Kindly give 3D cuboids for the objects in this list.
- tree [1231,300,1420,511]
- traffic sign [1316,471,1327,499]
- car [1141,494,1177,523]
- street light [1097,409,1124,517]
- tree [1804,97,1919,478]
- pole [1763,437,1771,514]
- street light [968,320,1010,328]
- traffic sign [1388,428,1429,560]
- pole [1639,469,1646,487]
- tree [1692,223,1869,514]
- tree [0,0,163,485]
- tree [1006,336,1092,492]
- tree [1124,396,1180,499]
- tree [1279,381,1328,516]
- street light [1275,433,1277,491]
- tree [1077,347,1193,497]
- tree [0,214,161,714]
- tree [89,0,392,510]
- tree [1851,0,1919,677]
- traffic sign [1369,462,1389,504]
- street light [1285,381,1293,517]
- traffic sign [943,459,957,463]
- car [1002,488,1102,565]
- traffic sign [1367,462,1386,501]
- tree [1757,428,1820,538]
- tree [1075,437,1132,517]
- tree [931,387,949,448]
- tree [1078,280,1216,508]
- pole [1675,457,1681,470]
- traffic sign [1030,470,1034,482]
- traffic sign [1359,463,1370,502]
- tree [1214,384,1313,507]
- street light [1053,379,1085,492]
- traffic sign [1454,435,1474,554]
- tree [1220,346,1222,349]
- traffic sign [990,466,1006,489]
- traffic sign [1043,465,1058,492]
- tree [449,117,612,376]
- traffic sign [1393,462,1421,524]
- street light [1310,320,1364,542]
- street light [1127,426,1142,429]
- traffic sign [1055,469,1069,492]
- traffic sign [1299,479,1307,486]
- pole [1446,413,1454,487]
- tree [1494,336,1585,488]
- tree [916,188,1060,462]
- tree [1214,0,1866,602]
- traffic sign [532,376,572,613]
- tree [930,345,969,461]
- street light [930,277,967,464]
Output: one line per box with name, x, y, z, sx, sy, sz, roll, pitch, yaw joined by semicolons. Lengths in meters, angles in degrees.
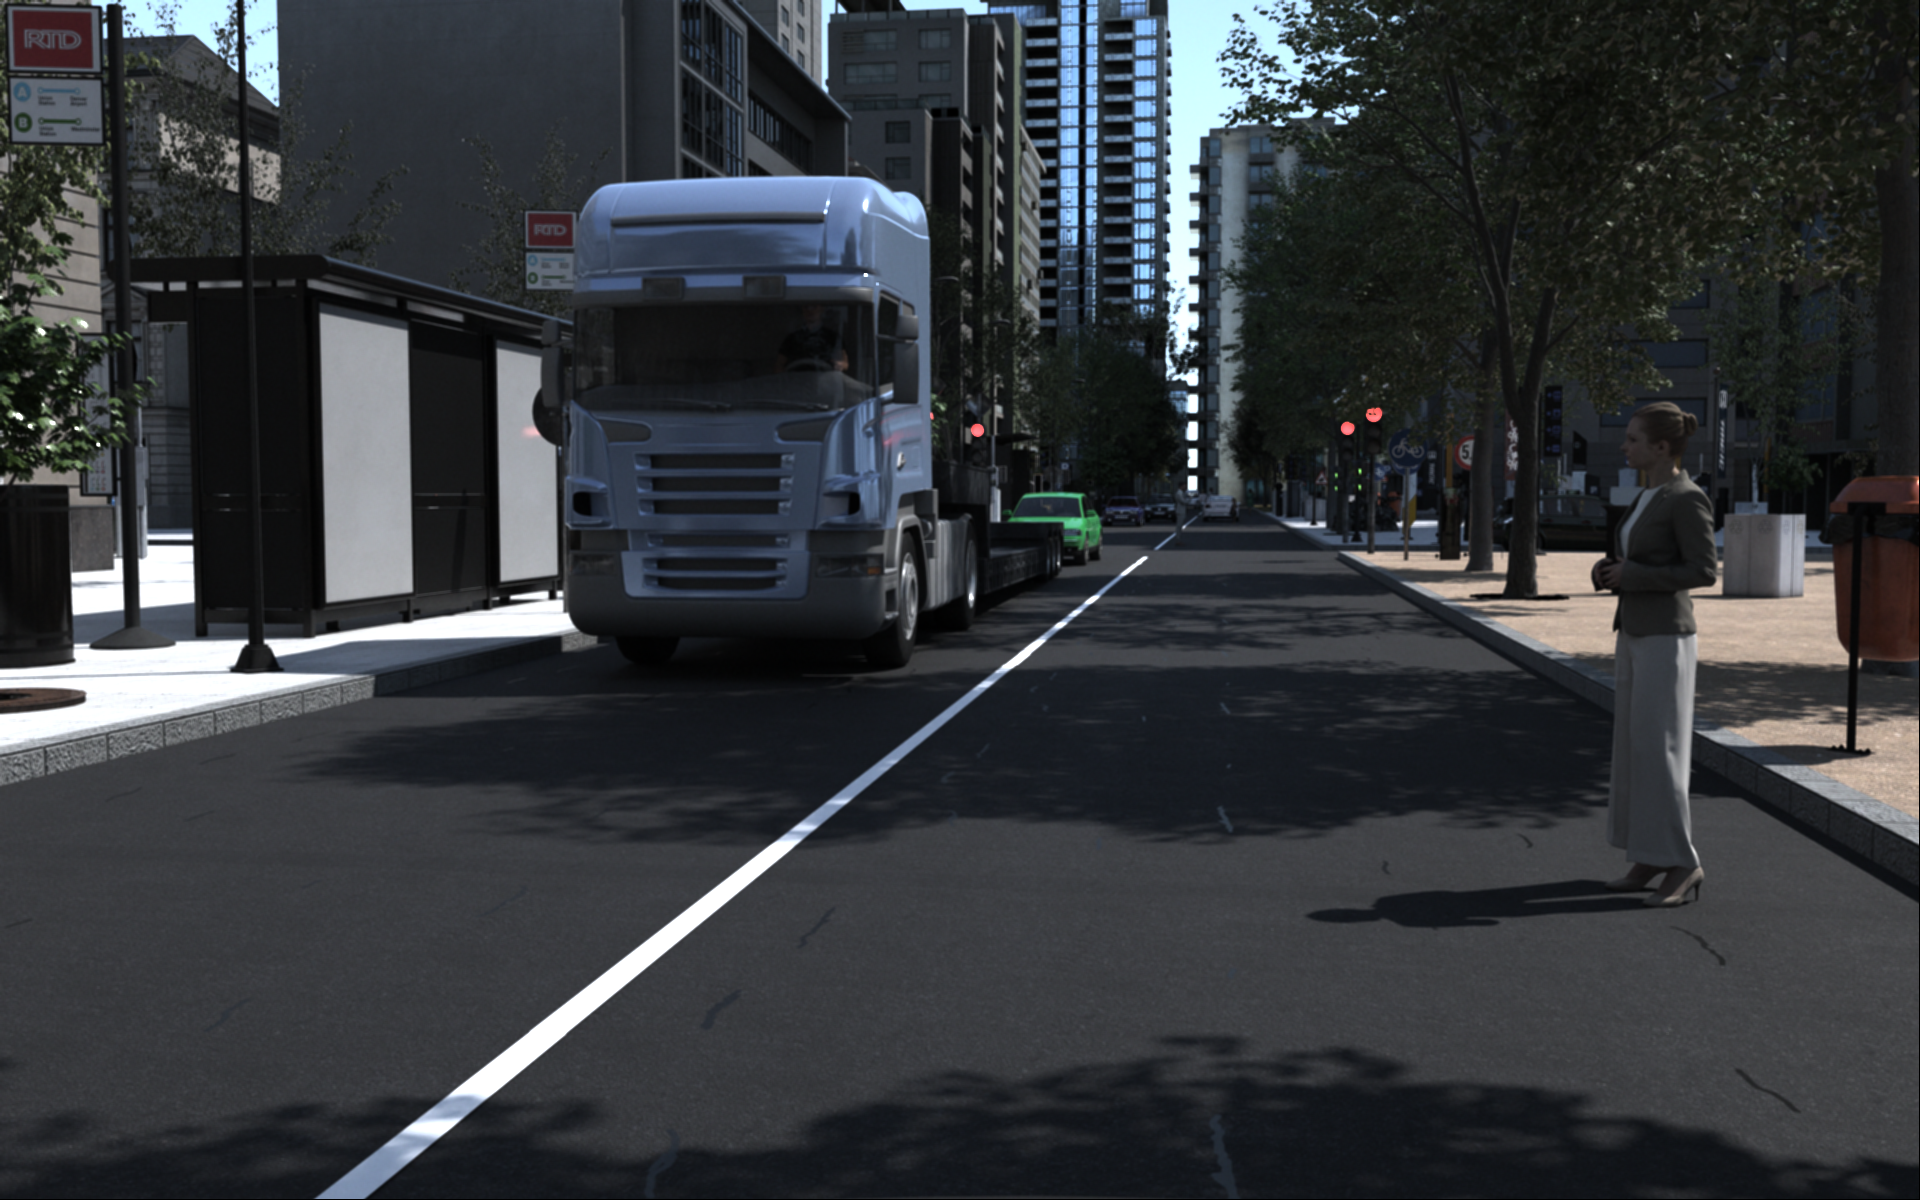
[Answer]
tree;17.107;-8.787;78.088;7.601;10.594;8.767;0;4;-4
traffic sign;19.810;-5.803;94.876;0.884;2.594;0.081;1;4;17
car;10.216;-4.787;88.052;2.009;1.686;4.222;1;4;9
street light;8.148;-7.483;94.882;1.470;5.913;1.316;1;4;9
tree;16.663;-4.831;29.344;4.360;8.622;3.978;0;3;0
pole;29.039;-4.190;62.345;0.158;3.312;0.155;0;3;0
street light;0.636;-4.515;46.358;1.470;5.913;1.316;1;4;9
traffic sign;8.655;-2.044;33.526;0.768;2.556;0.104;1;4;10
pole;21.567;-3.723;54.712;0.158;3.312;0.155;0;3;0
tree;21.140;-5.823;45.561;4.737;8.622;4.395;0;3;0
tree;-10.963;-4.206;19.125;4.737;8.622;4.395;0;3;0
tree;4.302;-8.018;81.453;4.737;8.622;4.395;0;3;0
tree;19.515;-16.072;180.910;7.486;12.596;7.792;0;3;0
tree;20.361;-9.291;102.267;4.737;8.622;4.395;0;3;0
street light;17.661;-7.508;95.296;1.470;5.913;1.316;1;4;9
tree;13.483;-13.366;135.546;9.611;12.733;9.660;0;3;0
tree;-5.819;-0.960;10.291;1.663;3.219;1.824;0;3;0
tree;-10.443;-4.557;24.874;4.360;8.622;3.978;0;3;0
tree;6.274;-5.746;12.071;7.486;12.596;7.792;0;3;0
traffic sign;17.064;-4.332;70.839;0.884;2.594;0.081;1;4;13
street light;13.946;-6.007;70.755;1.470;5.913;1.316;1;4;9
traffic sign;-0.403;-3.793;62.122;0.768;2.556;0.104;1;4;14
car;1.940;-1.681;36.276;1.959;1.807;4.718;1;4;10
traffic sign;16.770;-4.267;69.870;0.768;2.556;0.104;1;4;10
tree;24.600;-3.466;51.267;1.663;3.219;1.824;0;3;0
tree;8.193;-7.044;98.876;4.285;4.588;4.351;0;3;0
tree;-1.872;-3.105;34.479;4.285;4.588;4.351;0;3;0
tree;17.466;-18.058;151.142;12.611;20.169;13.585;0;3;0
pole;21.754;-3.589;52.530;0.158;3.312;0.155;0;3;0
traffic sign;3.471;-5.427;88.838;0.768;2.556;0.104;1;4;17
traffic sign;16.815;-4.361;71.405;0.768;2.556;0.104;1;4;17
tree;30.451;-16.064;173.009;12.009;13.543;11.850;0;3;0
street light;4.359;-5.985;70.401;1.470;5.913;1.316;1;4;9
traffic sign;10.982;-2.268;37.180;0.768;2.556;0.104;1;4;18
tree;13.313;-8.897;63.600;7.486;12.596;7.792;0;3;0
traffic sign;1.390;-3.758;63.565;0.606;2.300;0.079;1;4;17
traffic sign;4.048;-4.682;76.658;0.768;2.556;0.104;1;4;15
tree;-8.530;-5.151;34.585;4.360;8.622;3.978;0;3;0
traffic sign;12.368;-2.929;47.989;0.768;2.556;0.104;1;4;16
street light;10.070;-4.505;46.203;1.470;5.913;1.316;1;4;9
street light;11.766;-8.954;118.941;1.470;5.913;1.316;1;4;9
traffic sign;4.239;-4.268;71.918;0.606;2.300;0.079;1;4;9
traffic sign;21.669;-6.754;110.427;0.884;2.594;0.081;1;4;15
pole;12.391;-3.060;43.875;0.158;3.312;0.155;0;3;0
tree;23.442;-7.409;71.505;4.737;8.622;4.395;0;3;0
tree;-0.335;-7.245;52.873;8.767;10.594;7.601;-3;5;-43
tree;6.770;-5.808;20.710;9.928;11.665;9.643;0;3;0
traffic sign;-4.254;-1.136;18.673;0.768;2.556;0.104;1;4;11
tree;-1.696;-8.181;84.128;4.737;8.622;4.395;0;3;0
street light;-0.725;-3.960;37.279;1.470;5.913;1.316;1;4;9
